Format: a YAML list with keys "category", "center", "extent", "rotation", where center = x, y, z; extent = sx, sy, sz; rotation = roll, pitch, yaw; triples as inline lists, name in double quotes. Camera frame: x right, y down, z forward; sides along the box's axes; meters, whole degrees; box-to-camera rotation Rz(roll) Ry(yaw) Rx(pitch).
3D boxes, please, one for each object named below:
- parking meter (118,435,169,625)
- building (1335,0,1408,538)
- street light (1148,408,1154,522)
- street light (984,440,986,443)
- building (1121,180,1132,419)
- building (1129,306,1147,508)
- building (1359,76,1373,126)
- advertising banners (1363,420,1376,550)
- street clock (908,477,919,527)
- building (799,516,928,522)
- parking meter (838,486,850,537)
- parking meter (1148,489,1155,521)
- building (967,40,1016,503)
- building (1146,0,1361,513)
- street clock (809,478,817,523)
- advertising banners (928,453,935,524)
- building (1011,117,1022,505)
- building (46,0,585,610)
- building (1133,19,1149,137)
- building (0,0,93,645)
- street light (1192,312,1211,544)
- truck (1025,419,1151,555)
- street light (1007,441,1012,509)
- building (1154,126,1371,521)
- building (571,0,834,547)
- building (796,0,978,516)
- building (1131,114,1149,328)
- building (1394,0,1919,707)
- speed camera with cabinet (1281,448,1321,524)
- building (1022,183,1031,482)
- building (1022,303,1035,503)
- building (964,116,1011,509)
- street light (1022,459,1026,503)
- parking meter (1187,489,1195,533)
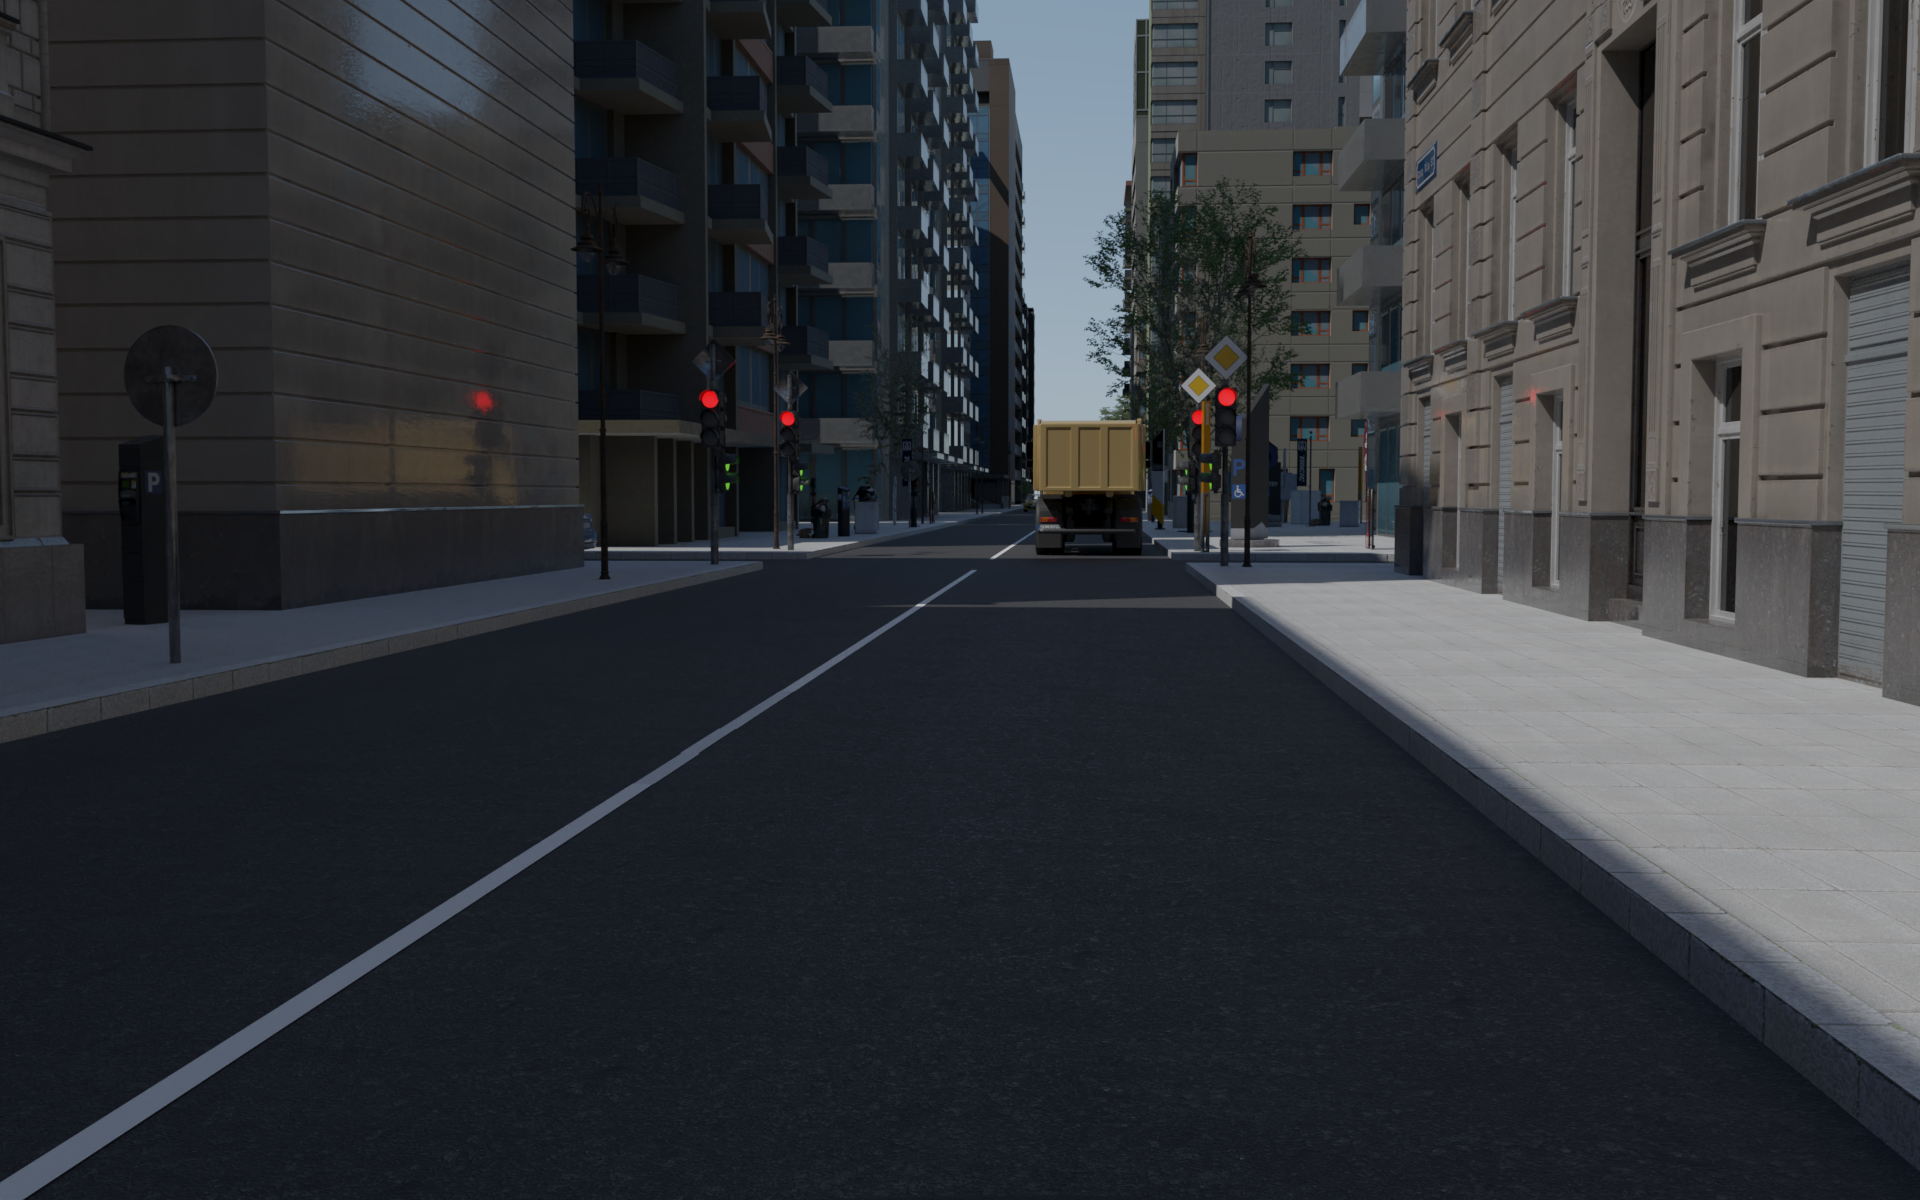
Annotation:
- category: "parking meter"
  center: [-8.056, -0.695, 17.082]
  extent: [0.255, 1.863, 0.399]
  rotation: [1, 4, 17]
- category: "building"
  center: [26.749, -26.370, 50.765]
  extent: [30.456, 49.044, 23.786]
  rotation: [0, 4, 4]
- category: "street light"
  center: [8.777, -6.476, 78.670]
  extent: [0.468, 5.910, 1.993]
  rotation: [0, 4, 4]
- category: "street light"
  center: [1.493, -8.759, 115.990]
  extent: [0.468, 5.910, 1.993]
  rotation: [0, 4, 4]
- category: "building"
  center: [33.268, -35.587, 236.475]
  extent: [22.147, 44.769, 28.867]
  rotation: [0, 4, 4]
- category: "building"
  center: [31.095, -20.046, 172.783]
  extent: [27.650, 21.520, 28.899]
  rotation: [0, 4, 4]
- category: "building"
  center: [29.682, -33.895, 143.430]
  extent: [28.713, 52.752, 27.495]
  rotation: [0, 4, 4]
- category: "advertising banners"
  center: [9.595, -2.717, 40.613]
  extent: [0.090, 3.025, 2.074]
  rotation: [0, 4, 7]
- category: "street clock"
  center: [-1.783, -3.804, 66.769]
  extent: [0.358, 2.002, 0.471]
  rotation: [2, 4, 32]
- category: "building"
  center: [-12.326, -28.862, 91.498]
  extent: [23.786, 49.044, 30.456]
  rotation: [0, 4, 4]
- category: "parking meter"
  center: [-3.513, -2.687, 52.348]
  extent: [0.372, 1.533, 0.369]
  rotation: [0, 3, 0]
- category: "parking meter"
  center: [9.246, -4.600, 83.616]
  extent: [0.372, 1.533, 0.369]
  rotation: [0, 3, 0]
- category: "building"
  center: [-1.599, -32.166, 176.026]
  extent: [14.600, 45.320, 14.200]
  rotation: [0, 4, 4]
- category: "building"
  center: [20.351, -26.881, 123.098]
  extent: [14.154, 41.232, 14.086]
  rotation: [0, 4, 4]
- category: "street clock"
  center: [-6.467, -4.383, 76.230]
  extent: [0.358, 2.002, 0.471]
  rotation: [0, 4, 4]
- category: "advertising banners"
  center: [-1.257, -4.827, 75.116]
  extent: [0.090, 3.025, 2.074]
  rotation: [0, 4, 7]
- category: "building"
  center: [-3.543, -35.852, 209.876]
  extent: [21.300, 48.544, 21.600]
  rotation: [0, 4, 4]
- category: "building"
  center: [-19.119, -13.925, 24.941]
  extent: [25.104, 27.353, 12.463]
  rotation: [0, 4, 4]
- category: "building"
  center: [34.149, -50.282, 260.366]
  extent: [20.563, 71.187, 20.611]
  rotation: [0, 4, 4]
- category: "building"
  center: [-13.451, -8.692, 6.738]
  extent: [10.561, 19.102, 19.286]
  rotation: [0, 4, 4]
- category: "street light"
  center: [6.171, -4.361, 44.097]
  extent: [0.468, 5.910, 1.993]
  rotation: [0, 4, 4]
- category: "truck"
  center: [3.286, -2.959, 44.297]
  extent: [3.469, 3.379, 9.791]
  rotation: [0, 4, 4]
- category: "street light"
  center: [4.307, -10.908, 151.129]
  extent: [0.468, 5.910, 1.993]
  rotation: [0, 4, 4]
- category: "building"
  center: [25.248, -15.356, 96.102]
  extent: [27.650, 21.520, 28.899]
  rotation: [0, 4, 4]
- category: "building"
  center: [-16.092, -24.440, 54.215]
  extent: [22.147, 44.769, 28.867]
  rotation: [0, 4, 4]
- category: "building"
  center: [-10.228, -31.229, 130.200]
  extent: [23.786, 49.044, 30.456]
  rotation: [0, 4, 4]
- category: "building"
  center: [31.778, -35.933, 211.214]
  extent: [21.300, 48.544, 21.600]
  rotation: [0, 4, 4]
- category: "building"
  center: [11.876, -13.336, 15.310]
  extent: [12.463, 27.353, 25.104]
  rotation: [0, 4, 4]
- category: "speed camera with cabinet"
  center: [15.557, -5.231, 79.856]
  extent: [2.038, 3.252, 0.660]
  rotation: [0, 4, -5]
- category: "building"
  center: [-2.486, -37.690, 235.835]
  extent: [23.786, 49.044, 30.456]
  rotation: [0, 4, 4]
- category: "building"
  center: [3.913, -29.780, 258.596]
  extent: [14.160, 30.474, 14.107]
  rotation: [0, 4, 4]
- category: "building"
  center: [-11.757, -28.499, 157.838]
  extent: [32.217, 40.220, 23.993]
  rotation: [0, 4, 4]
- category: "street light"
  center: [6.874, -13.047, 186.099]
  extent: [0.468, 5.910, 1.993]
  rotation: [0, 4, 4]
- category: "parking meter"
  center: [7.677, -2.981, 57.152]
  extent: [0.372, 1.533, 0.369]
  rotation: [0, 3, 0]
